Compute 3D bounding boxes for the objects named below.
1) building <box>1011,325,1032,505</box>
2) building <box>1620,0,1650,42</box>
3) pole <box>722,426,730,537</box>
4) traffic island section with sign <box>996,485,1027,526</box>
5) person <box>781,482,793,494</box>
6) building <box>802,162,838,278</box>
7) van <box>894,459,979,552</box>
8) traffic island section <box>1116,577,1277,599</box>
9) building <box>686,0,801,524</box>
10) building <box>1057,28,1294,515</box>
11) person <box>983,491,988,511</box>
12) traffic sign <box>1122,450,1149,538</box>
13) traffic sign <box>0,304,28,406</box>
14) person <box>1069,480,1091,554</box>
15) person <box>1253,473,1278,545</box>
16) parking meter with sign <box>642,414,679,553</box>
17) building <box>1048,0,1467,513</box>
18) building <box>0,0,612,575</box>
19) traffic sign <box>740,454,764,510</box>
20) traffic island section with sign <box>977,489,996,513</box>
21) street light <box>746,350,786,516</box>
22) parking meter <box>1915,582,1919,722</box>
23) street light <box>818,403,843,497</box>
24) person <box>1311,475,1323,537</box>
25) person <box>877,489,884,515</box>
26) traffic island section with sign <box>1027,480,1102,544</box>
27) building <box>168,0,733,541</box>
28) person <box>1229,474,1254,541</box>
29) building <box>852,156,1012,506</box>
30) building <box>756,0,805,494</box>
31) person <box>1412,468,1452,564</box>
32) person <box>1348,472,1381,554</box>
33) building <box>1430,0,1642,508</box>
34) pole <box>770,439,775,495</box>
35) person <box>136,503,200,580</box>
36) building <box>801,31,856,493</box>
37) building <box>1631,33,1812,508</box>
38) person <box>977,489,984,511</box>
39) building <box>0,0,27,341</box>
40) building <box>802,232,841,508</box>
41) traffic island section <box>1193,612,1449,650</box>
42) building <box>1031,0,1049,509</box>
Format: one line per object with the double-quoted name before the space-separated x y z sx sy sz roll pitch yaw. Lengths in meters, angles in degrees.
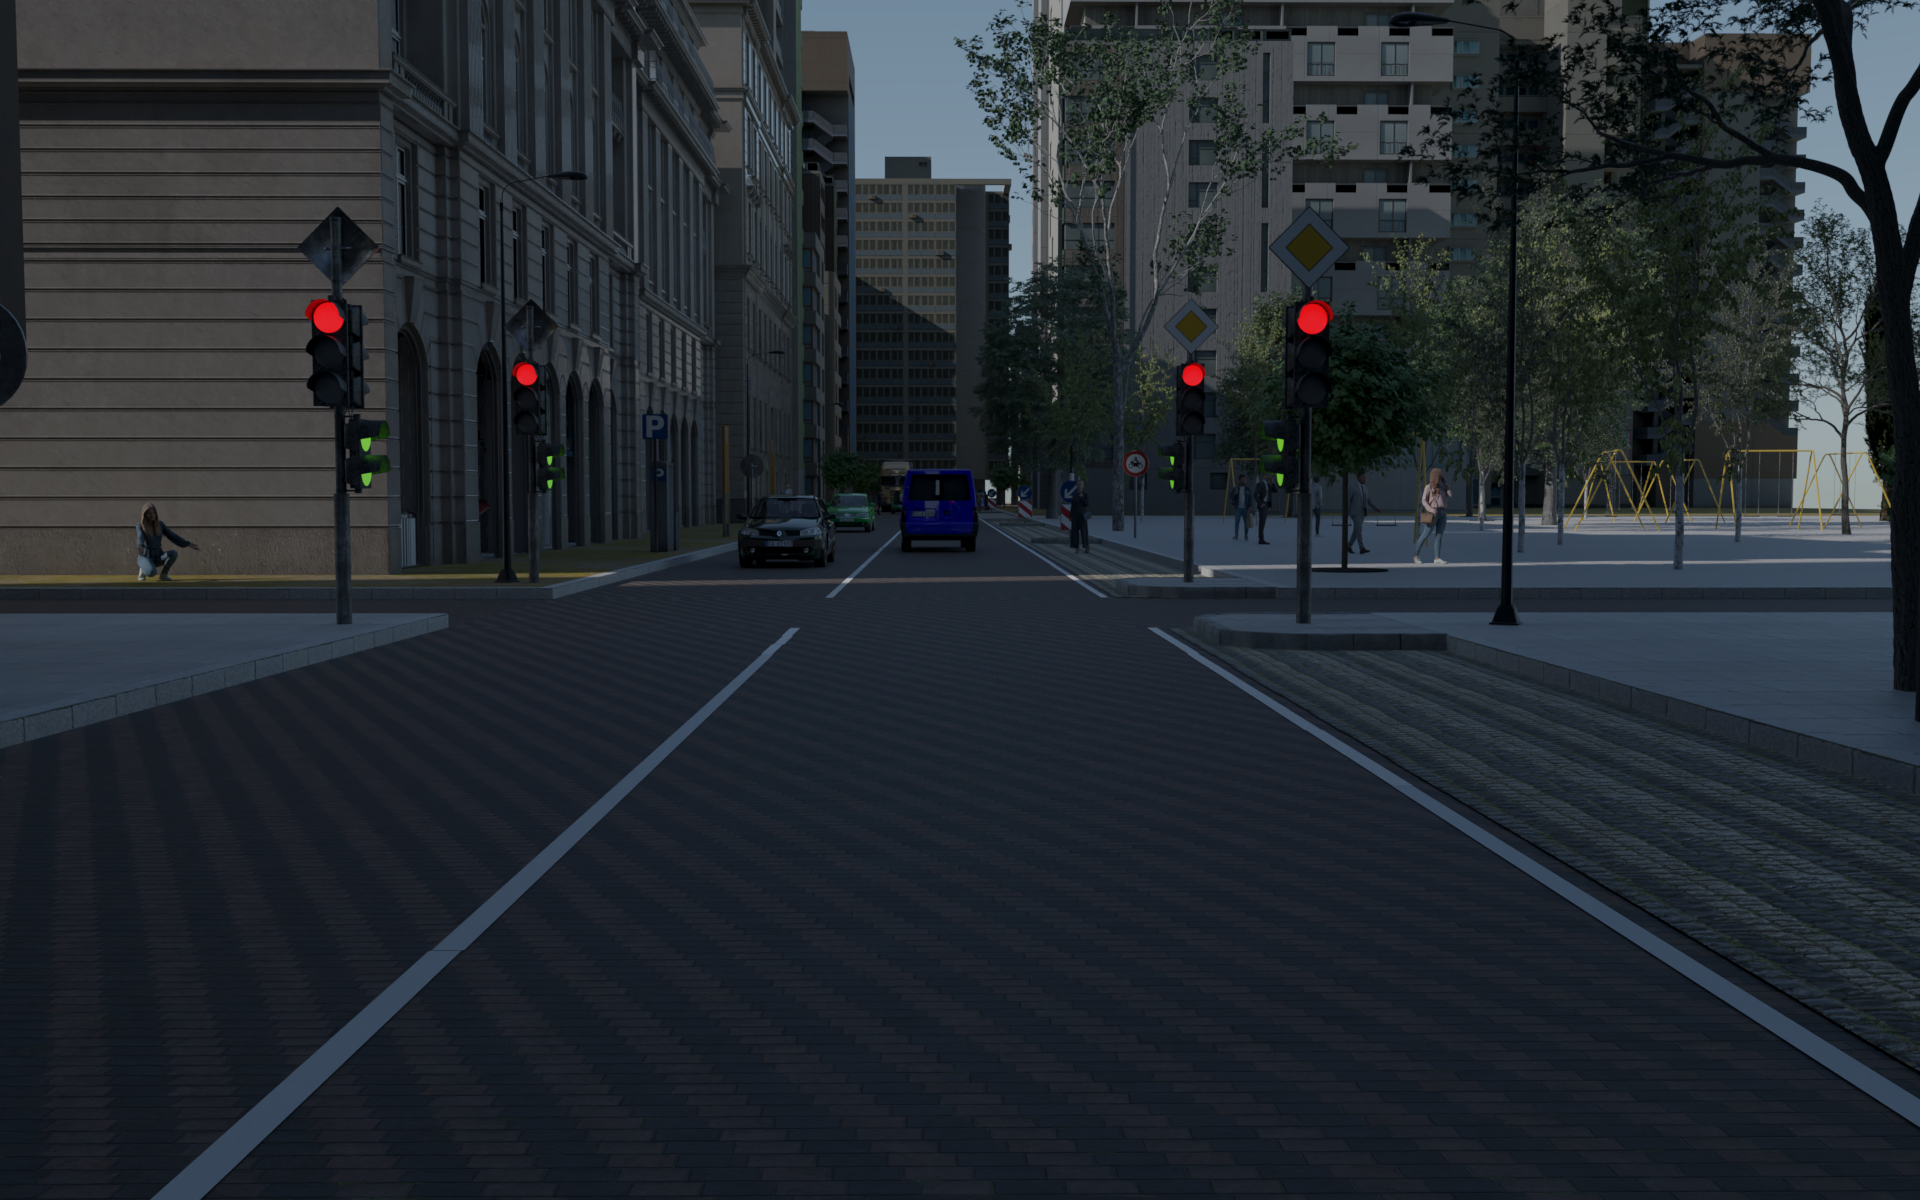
"building" 20.866 -21.690 199.665 28.899 21.520 27.650 0 4 -1
"building" 66.269 -46.283 194.979 20.611 71.187 20.563 0 4 -1
"pole" -7.000 -3.543 51.775 0.158 3.312 0.155 0 3 0
"traffic island section with sign" 2.770 -4.215 77.548 1.989 1.847 2.006 0 4 -1
"person" -7.508 -4.240 75.574 0.606 1.804 0.583 -2 4 -26
"building" -18.041 -23.160 150.375 14.160 30.474 14.107 0 4 -1
"van" -0.595 -2.472 44.810 2.240 2.365 5.245 0 4 -2
"traffic island section" 3.349 -0.179 25.205 2.009 0.180 2.903 0 4 -1
"building" -15.096 -17.696 86.590 12.463 27.353 25.104 0 4 -1
"building" 13.175 -20.790 111.611 14.160 30.474 14.107 0 4 -1
"person" 1.953 -7.433 131.497 0.415 1.643 0.593 1 4 13
"traffic sign" 5.116 -3.084 50.523 0.768 2.556 0.104 0 4 3
"traffic sign" -6.307 -0.668 11.026 0.768 2.556 0.104 0 4 2
"person" 2.870 -1.995 41.535 0.576 1.772 0.534 1 4 15
"person" 7.821 -2.376 44.252 0.474 1.900 0.648 2 4 34
"parking meter with sign" -6.621 -2.587 38.566 0.543 3.016 1.738 0 4 1
"building" 20.941 -33.183 131.780 28.713 52.752 27.495 0 4 -1
"building" -15.020 -12.013 38.209 13.314 21.916 24.055 0 4 -1
"traffic sign" -6.592 -3.352 54.911 0.768 2.556 0.104 0 4 6
"traffic island section with sign" 2.218 -7.298 127.953 1.989 1.847 2.006 0 4 -1
"street light" -6.325 -5.109 56.079 1.470 5.913 1.316 0 4 -1
"parking meter" 5.574 -0.078 9.680 0.372 1.533 0.369 0 3 0
"street light" -6.630 -7.069 88.120 1.470 5.913 1.316 0 4 -1
"person" 10.630 -2.832 52.187 0.795 1.843 0.661 -3 4 -37
"person" -5.453 -6.732 119.009 0.568 1.767 0.683 -2 4 -23
"traffic island section with sign" 3.071 -2.557 50.442 1.989 1.847 2.006 0 4 -1
"building" -16.210 -13.481 62.208 13.314 21.916 24.055 0 4 -1
"person" 7.730 -2.518 47.199 0.794 1.824 0.713 2 4 26
"building" -6.075 -31.201 202.017 23.993 40.220 32.217 0 4 -1
"building" -17.213 -25.873 106.611 14.154 41.232 14.086 0 4 -1
"person" 8.686 -1.548 31.938 0.593 1.750 0.643 -2 4 -29
"person" 8.567 -1.890 37.222 0.678 1.792 0.850 -2 4 -34
"building" 51.910 -33.045 163.988 21.600 48.544 21.300 0 4 -1
"pole" -6.963 -4.312 64.349 0.158 3.312 0.155 0 3 0
"person" -11.828 -0.865 25.691 0.738 1.151 1.012 3 5 44
"building" -17.447 -31.551 165.964 14.200 45.320 14.600 0 4 -1
"building" 70.685 -31.599 166.749 14.200 45.320 14.600 0 4 -1
"person" 1.567 -8.204 142.631 0.705 1.824 1.348 3 5 42
"building" -15.697 -21.884 7.911 14.200 45.320 14.600 0 4 -1
"building" -23.510 -17.363 128.929 27.650 21.520 28.899 0 4 -1
"traffic island section" 3.437 0.310 17.220 2.009 0.180 2.903 0 4 -1
"building" 17.114 -37.759 159.365 21.231 58.520 28.212 0 4 -1
